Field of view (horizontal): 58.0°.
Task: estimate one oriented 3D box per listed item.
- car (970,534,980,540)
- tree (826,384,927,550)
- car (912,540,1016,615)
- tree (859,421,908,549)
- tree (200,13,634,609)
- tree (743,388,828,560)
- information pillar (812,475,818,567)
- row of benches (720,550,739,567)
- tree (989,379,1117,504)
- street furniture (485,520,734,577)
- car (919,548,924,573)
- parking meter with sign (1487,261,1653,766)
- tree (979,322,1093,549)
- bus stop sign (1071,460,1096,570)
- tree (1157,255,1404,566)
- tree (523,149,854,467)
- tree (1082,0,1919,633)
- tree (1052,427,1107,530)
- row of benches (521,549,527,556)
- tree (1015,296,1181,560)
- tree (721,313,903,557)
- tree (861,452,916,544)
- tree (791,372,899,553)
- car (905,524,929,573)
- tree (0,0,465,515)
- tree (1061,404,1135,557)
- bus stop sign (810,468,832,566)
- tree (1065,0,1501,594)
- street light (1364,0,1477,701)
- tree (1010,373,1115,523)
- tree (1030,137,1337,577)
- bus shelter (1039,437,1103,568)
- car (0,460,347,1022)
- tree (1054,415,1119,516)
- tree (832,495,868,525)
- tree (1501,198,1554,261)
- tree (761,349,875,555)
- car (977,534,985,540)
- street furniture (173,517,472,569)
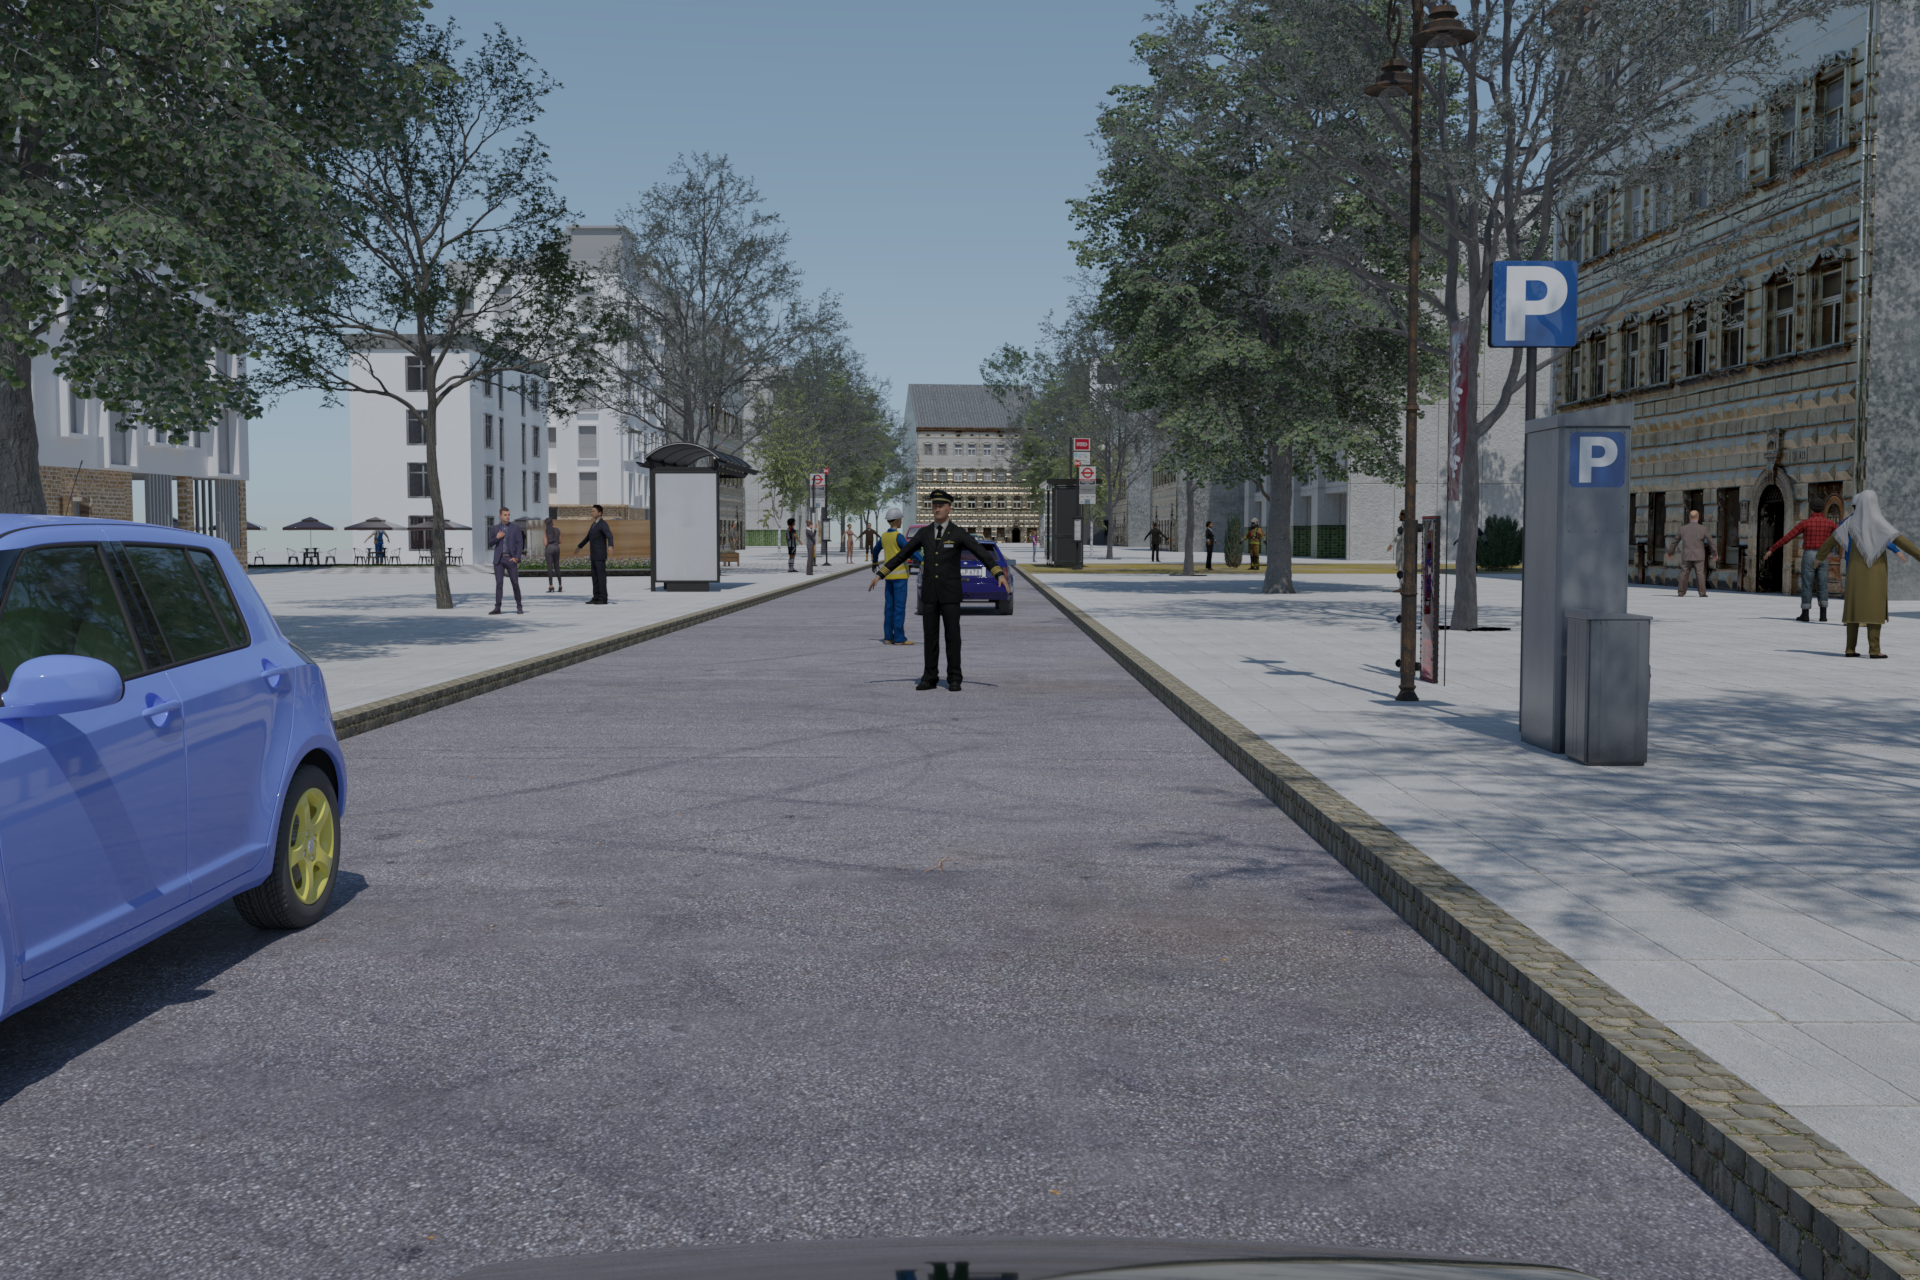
[{"bbox_3d":[0.604,-6.382,116.144,2.131,1.459,4.920,0,4,1],"label":"car"},{"bbox_3d":[-8.006,-14.053,140.128,12.009,13.543,11.850,0,3,0],"label":"tree"},{"bbox_3d":[0.081,-1.184,31.939,1.945,1.354,3.894,0,4,0],"label":"car"},{"bbox_3d":[-8.217,-13.762,150.757,9.928,11.665,9.643,0,3,0],"label":"tree"},{"bbox_3d":[-9.187,-5.807,29.353,7.601,10.594,8.767,-1,4,-17],"label":"tree"},{"bbox_3d":[-8.749,-8.224,84.827,4.737,8.622,4.395,0,3,0],"label":"tree"},{"bbox_3d":[-5.758,-4.713,68.406,0.183,3.616,0.504,0,4,2],"label":"information pillar"},{"bbox_3d":[-9.932,-3.336,70.014,1.422,0.672,4.104,-2,4,-29],"label":"row of benches"},{"bbox_3d":[7.328,-13.817,136.280,12.009,13.543,11.850,0,3,0],"label":"tree"},{"bbox_3d":[-12.103,-2.906,54.367,9.812,1.723,11.010,-1,4,-21],"label":"street furniture"},{"bbox_3d":[-0.377,-2.902,56.241,1.959,1.807,4.718,0,4,1],"label":"car"},{"bbox_3d":[3.654,-0.860,10.325,0.543,3.016,1.738,0,4,0],"label":"parking meter with sign"},{"bbox_3d":[8.531,-18.143,152.519,12.611,20.169,13.585,0,3,0],"label":"tree"},{"bbox_3d":[4.450,-4.507,62.386,0.855,3.939,0.416,0,4,0],"label":"bus stop sign"},{"bbox_3d":[12.438,-9.713,69.185,12.009,13.543,11.850,0,3,0],"label":"tree"},{"bbox_3d":[-8.356,-8.826,54.681,12.009,13.543,11.850,0,3,0],"label":"tree"},{"bbox_3d":[6.887,-6.872,22.728,12.009,13.543,11.850,0,3,0],"label":"tree"},{"bbox_3d":[7.497,-9.869,111.713,4.360,8.622,3.978,0,3,0],"label":"tree"},{"bbox_3d":[-18.297,-3.614,74.553,1.422,0.672,4.104,2,4,26],"label":"row of benches"},{"bbox_3d":[7.682,-10.797,86.904,12.009,13.543,11.850,0,3,0],"label":"tree"},{"bbox_3d":[-8.102,-11.296,95.051,12.009,13.543,11.850,0,3,0],"label":"tree"},{"bbox_3d":[-7.520,-13.868,161.159,8.767,10.594,7.601,2,4,34],"label":"tree"},{"bbox_3d":[-8.105,-12.347,119.993,7.486,12.596,7.792,0,3,0],"label":"tree"},{"bbox_3d":[-1.116,-3.297,62.585,2.281,1.827,5.304,0,3,0],"label":"car"},{"bbox_3d":[-9.096,-6.709,16.341,9.857,13.997,8.962,0,3,0],"label":"tree"},{"bbox_3d":[7.753,-9.073,98.704,4.737,8.622,4.395,0,3,0],"label":"tree"},{"bbox_3d":[-5.599,-4.958,69.761,0.855,3.939,0.416,0,4,0],"label":"bus stop sign"},{"bbox_3d":[6.938,-7.983,37.182,9.857,13.997,8.962,0,3,0],"label":"tree"},{"bbox_3d":[3.449,-2.470,13.180,0.468,5.910,1.993,0,4,0],"label":"street light"},{"bbox_3d":[7.242,-12.434,121.420,7.486,12.596,7.792,0,3,0],"label":"tree"},{"bbox_3d":[7.122,-8.691,52.467,12.009,13.543,11.850,0,3,0],"label":"tree"},{"bbox_3d":[4.340,-5.620,69.512,2.179,5.291,8.768,0,3,0],"label":"bus shelter"},{"bbox_3d":[-3.202,0.278,5.041,1.945,1.707,3.694,0,4,1],"label":"car"},{"bbox_3d":[7.039,-9.443,104.749,4.360,8.622,3.978,0,3,0],"label":"tree"},{"bbox_3d":[-17.350,-20.887,251.863,12.009,13.543,11.850,0,3,0],"label":"tree"},{"bbox_3d":[27.297,-13.261,72.708,12.611,20.169,13.585,0,3,0],"label":"tree"},{"bbox_3d":[-8.753,-11.506,106.254,7.486,12.596,7.792,0,3,0],"label":"tree"},{"bbox_3d":[1.099,-7.035,125.249,2.015,1.641,3.980,0,4,1],"label":"car"},{"bbox_3d":[-32.922,-3.576,63.490,27.439,1.986,14.083,0,4,-1],"label":"street furniture"}]
